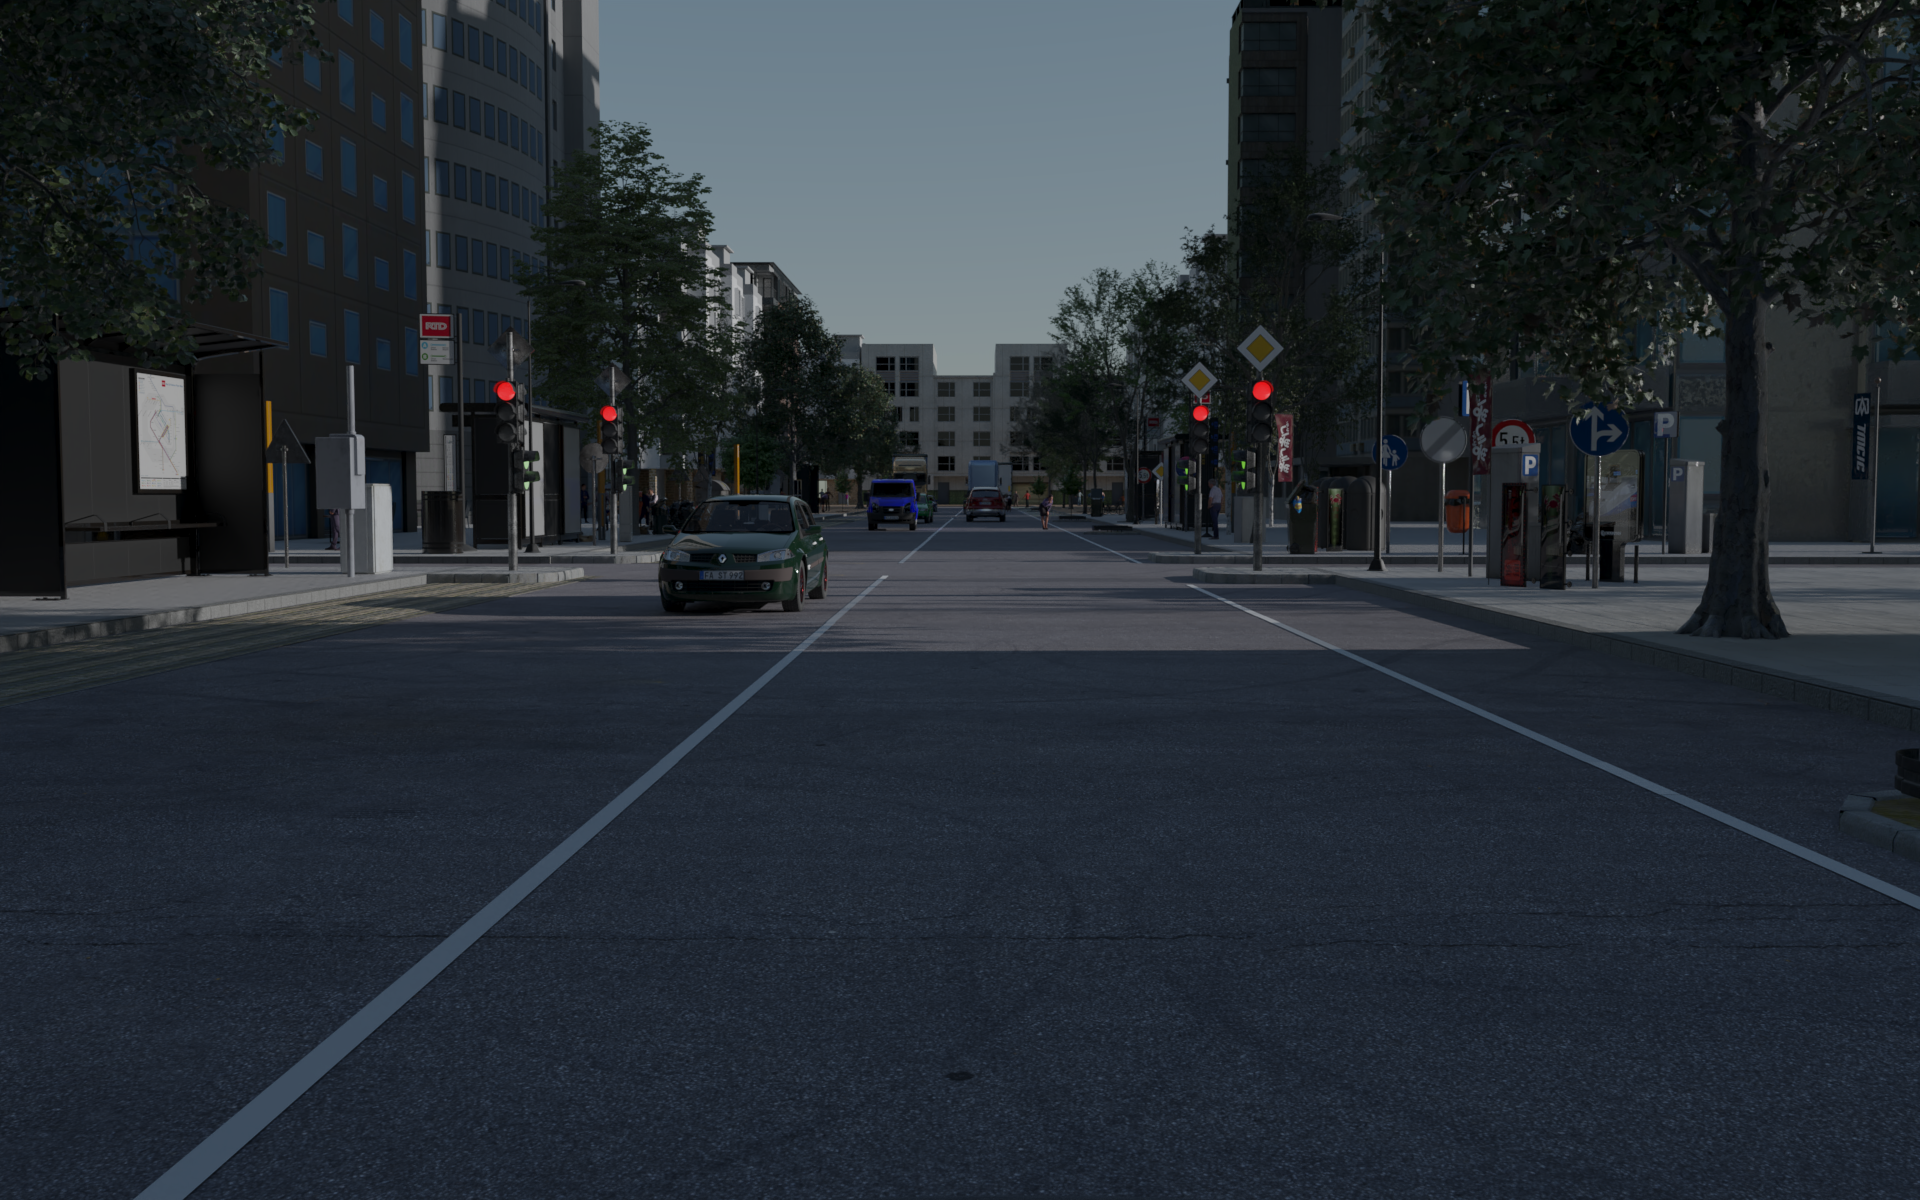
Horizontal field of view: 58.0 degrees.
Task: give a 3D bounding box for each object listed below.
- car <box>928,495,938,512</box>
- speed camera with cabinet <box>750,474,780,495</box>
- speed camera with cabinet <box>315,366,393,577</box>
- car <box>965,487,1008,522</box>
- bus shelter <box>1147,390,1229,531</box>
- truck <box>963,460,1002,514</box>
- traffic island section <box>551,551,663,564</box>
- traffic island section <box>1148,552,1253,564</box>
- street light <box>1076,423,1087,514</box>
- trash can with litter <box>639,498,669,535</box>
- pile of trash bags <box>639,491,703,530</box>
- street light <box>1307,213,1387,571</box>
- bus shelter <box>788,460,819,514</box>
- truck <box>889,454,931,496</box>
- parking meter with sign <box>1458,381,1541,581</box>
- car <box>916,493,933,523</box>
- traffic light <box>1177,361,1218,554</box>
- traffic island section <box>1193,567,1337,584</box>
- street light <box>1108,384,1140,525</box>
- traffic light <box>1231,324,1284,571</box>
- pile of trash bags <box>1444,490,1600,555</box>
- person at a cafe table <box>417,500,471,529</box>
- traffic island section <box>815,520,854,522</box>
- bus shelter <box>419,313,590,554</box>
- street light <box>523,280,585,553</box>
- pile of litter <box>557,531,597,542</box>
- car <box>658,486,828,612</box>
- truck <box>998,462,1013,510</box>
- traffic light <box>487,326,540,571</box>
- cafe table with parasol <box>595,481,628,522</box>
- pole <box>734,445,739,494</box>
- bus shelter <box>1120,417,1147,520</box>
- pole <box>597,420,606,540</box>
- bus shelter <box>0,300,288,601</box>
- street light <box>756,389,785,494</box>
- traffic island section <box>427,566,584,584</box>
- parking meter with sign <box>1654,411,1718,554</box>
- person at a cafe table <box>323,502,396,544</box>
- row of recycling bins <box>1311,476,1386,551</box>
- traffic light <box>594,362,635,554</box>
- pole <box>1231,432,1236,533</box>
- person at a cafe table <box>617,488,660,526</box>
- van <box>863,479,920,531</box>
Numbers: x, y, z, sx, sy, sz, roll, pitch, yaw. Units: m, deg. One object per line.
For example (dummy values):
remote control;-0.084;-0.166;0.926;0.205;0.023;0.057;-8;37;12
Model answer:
car;-2.724;-7.716;138.736;1.945;1.354;3.894;0;4;2
speed camera with cabinet;-9.535;-5.500;84.255;0.660;3.252;2.038;-3;4;-38
speed camera with cabinet;-9.614;-2.028;27.491;0.660;3.252;2.038;0;4;-2
car;1.372;-5.005;90.509;2.281;1.827;5.304;0;4;2
bus shelter;8.539;-5.286;64.062;2.179;5.291;8.768;0;4;1
truck;1.692;-8.713;132.210;2.967;4.110;18.799;0;4;2
traffic island section;-7.429;-0.906;37.087;2.009;0.180;2.903;0;4;1
traffic island section;5.092;-0.896;36.930;2.009;0.180;2.903;0;4;1
street light;7.526;-8.520;111.848;1.470;5.913;1.316;0;4;1
trash can with litter;-9.707;-2.646;54.646;1.055;1.170;0.624;0;4;6
pile of trash bags;-10.318;-3.154;61.324;1.912;1.369;3.447;2;4;31
street light;6.435;-3.441;28.800;1.470;5.913;1.316;0;4;1
bus shelter;-9.571;-7.149;108.161;1.731;3.624;6.357;0;4;1
truck;-3.535;-8.225;123.388;2.839;4.237;11.283;0;4;-1
parking meter with sign;8.322;-1.824;26.090;0.543;3.016;1.738;-2;4;-29
car;-2.297;-4.712;85.835;1.959;1.807;4.718;0;4;2
traffic light;5.052;-2.929;36.816;0.839;4.253;0.868;0;4;1
traffic island section;4.994;-0.408;28.945;2.009;0.180;2.903;0;4;1
street light;6.911;-6.138;72.896;1.470;5.913;1.316;0;4;1
traffic light;4.954;-2.441;28.832;0.839;4.253;0.868;0;4;1
pile of trash bags;11.987;-1.676;37.147;3.447;1.369;1.912;-1;4;-12
person at a cafe table;-18.906;-3.233;63.715;1.726;1.238;1.698;0;4;2
traffic island section;-6.471;-4.065;89.324;1.991;0.108;1.994;0;4;1
bus shelter;-10.866;-3.885;41.155;2.179;5.291;8.768;0;4;1
street light;-8.829;-3.988;37.746;1.470;5.913;1.316;0;4;1
pile of litter;-10.437;-2.015;46.906;1.176;0.858;1.719;0;4;-4
car;-2.723;-0.767;22.334;2.009;1.686;4.222;0;4;2
truck;3.460;-10.364;158.372;2.839;4.237;11.283;0;4;1
traffic light;-7.486;-2.449;28.968;0.839;4.253;0.868;0;4;1
cafe table with parasol;-16.136;-4.668;81.188;2.610;1.966;2.610;3;4;36
pole;-9.197;-4.742;71.376;0.158;3.312;0.155;0;3;0
bus shelter;9.307;-6.723;87.549;2.179;5.291;8.768;0;4;1
pole;-9.951;-3.314;48.034;0.158;3.312;0.155;0;3;0
bus shelter;-11.311;-1.995;23.899;1.731;3.624;6.357;0;4;1
street light;-8.431;-6.362;76.560;1.470;5.913;1.316;0;4;1
traffic island section;-7.526;-0.417;29.103;2.009;0.180;2.903;0;4;1
parking meter with sign;15.641;-2.505;37.211;1.738;3.016;0.543;-2;4;-34
person at a cafe table;-15.727;-2.119;45.506;1.726;1.238;1.698;-2;4;-26
row of recycling bins;9.050;-2.057;40.752;1.069;1.692;3.534;0;4;-7
traffic light;-7.389;-2.938;36.952;0.839;4.253;0.868;0;4;1
pole;8.987;-3.869;57.095;0.158;3.312;0.155;0;3;0
person at a cafe table;-12.367;-3.633;67.909;1.698;1.524;1.622;3;4;38
van;-2.687;-3.981;69.477;2.240;2.365;5.245;0;4;-1
